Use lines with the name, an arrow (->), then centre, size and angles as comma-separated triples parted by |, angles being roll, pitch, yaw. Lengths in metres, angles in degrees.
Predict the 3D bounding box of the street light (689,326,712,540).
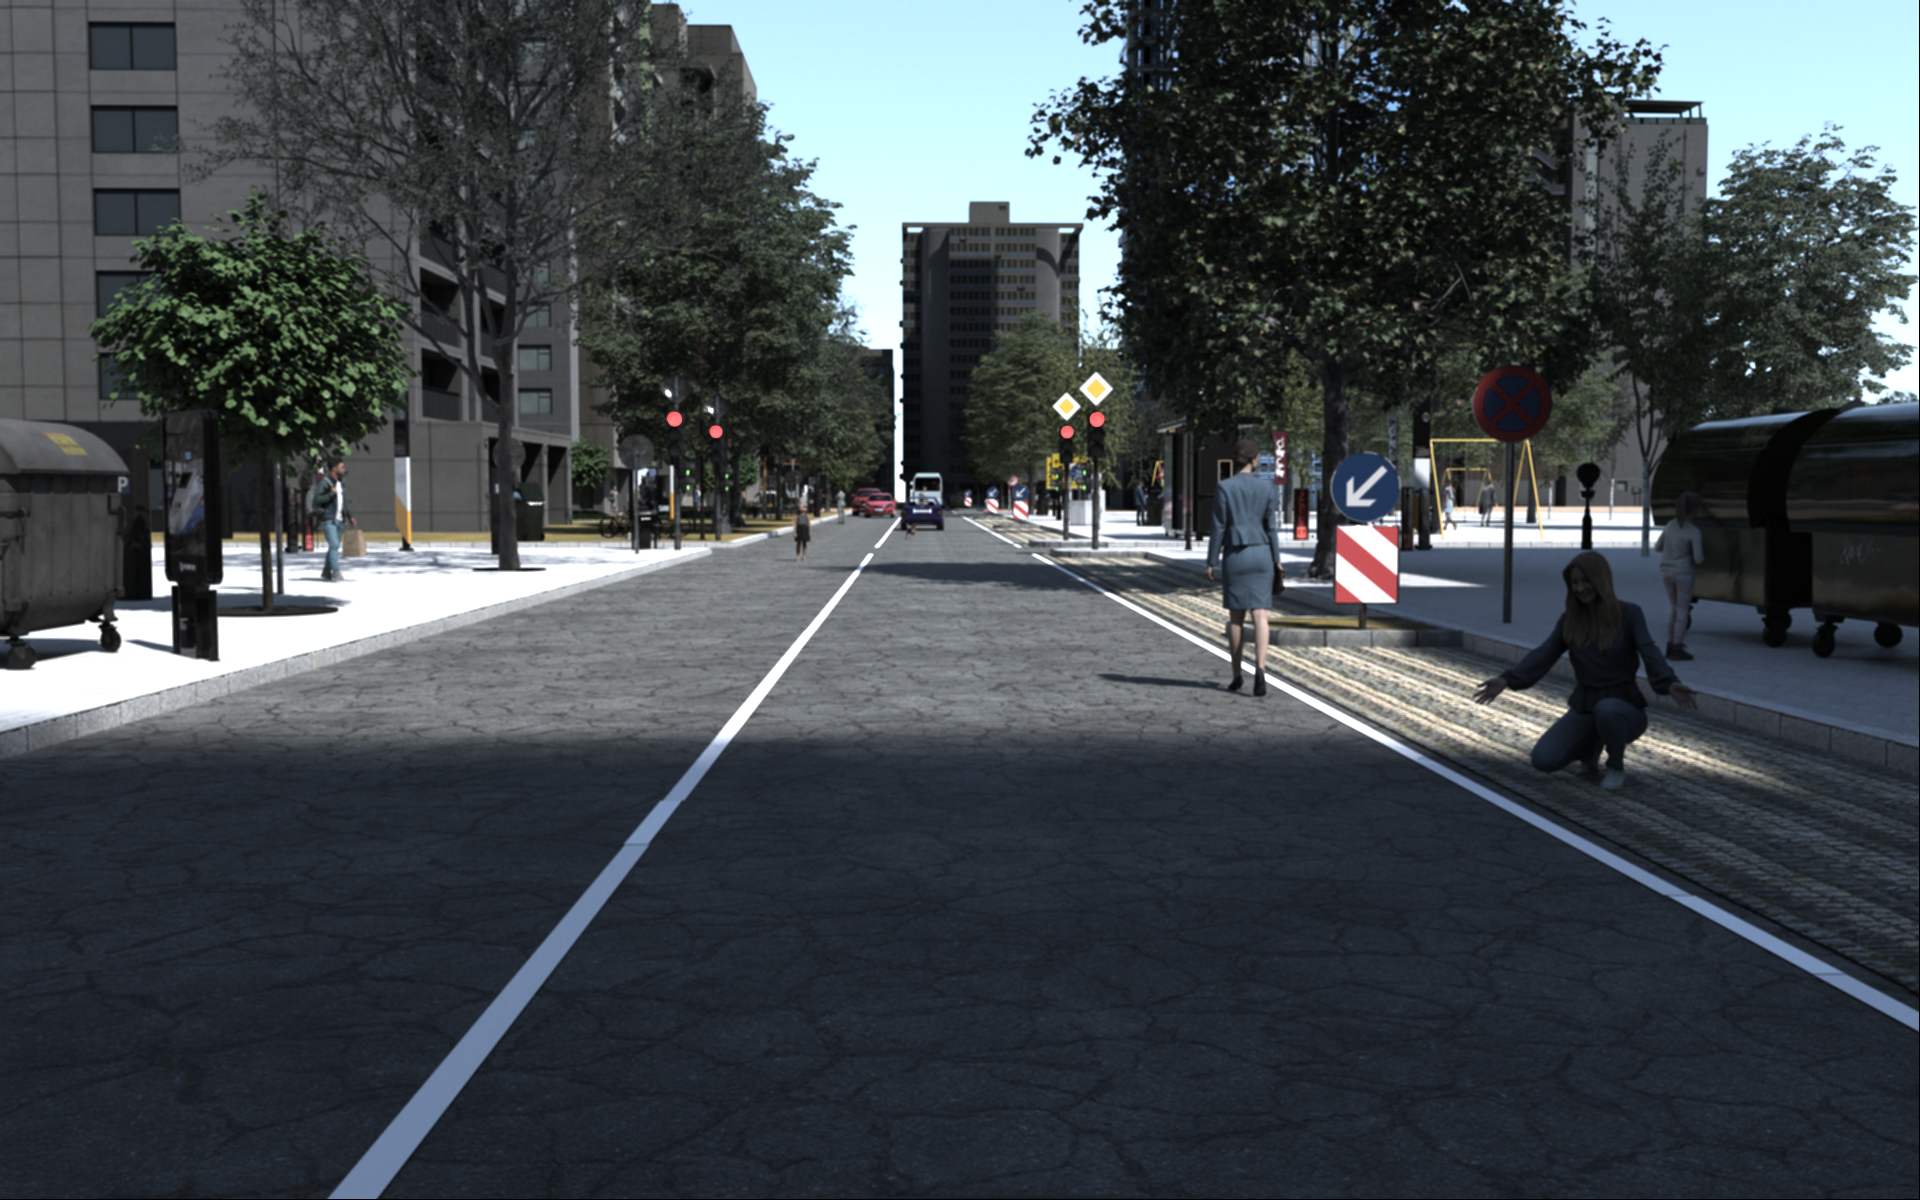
street light -> -7.158, -4.598, 47.969 | 0.468, 5.910, 1.993 | 0, 4, -1

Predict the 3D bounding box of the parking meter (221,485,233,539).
parking meter -> -21.011, -2.514, 49.518 | 0.372, 1.533, 0.369 | 0, 3, 0

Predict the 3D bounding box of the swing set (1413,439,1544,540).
swing set -> 14.952, -3.185, 49.687 | 3.119, 2.851, 2.862 | 0, 4, -3

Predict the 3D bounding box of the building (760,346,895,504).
building -> -23.345, -23.605, 230.975 | 28.899, 21.520, 27.650 | 0, 4, -1

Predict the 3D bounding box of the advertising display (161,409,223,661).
advertising display -> -6.016, -0.511, 13.571 | 0.123, 1.923, 0.974 | -3, 5, -42

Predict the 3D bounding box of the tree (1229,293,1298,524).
tree -> 13.734, -9.524, 73.843 | 7.486, 12.596, 7.792 | 0, 3, 0

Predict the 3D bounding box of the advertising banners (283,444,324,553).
advertising banners -> -14.507, -2.583, 38.420 | 0.090, 3.025, 2.074 | 0, 4, 4

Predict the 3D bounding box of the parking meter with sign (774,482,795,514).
parking meter with sign -> -11.355, -7.062, 111.722 | 0.543, 3.016, 1.738 | 3, 4, 38

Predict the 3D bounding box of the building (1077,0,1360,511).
building -> 24.274, -52.521, 171.389 | 22.319, 86.520, 31.000 | 0, 4, -1

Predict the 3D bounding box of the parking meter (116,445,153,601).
parking meter -> -10.011, -0.930, 20.923 | 0.399, 1.863, 0.255 | 1, 4, 21

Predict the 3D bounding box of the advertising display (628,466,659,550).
advertising display -> -7.321, -2.134, 40.107 | 0.123, 1.923, 0.974 | 2, 4, 26

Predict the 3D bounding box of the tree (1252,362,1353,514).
tree -> 22.338, -11.405, 112.228 | 9.928, 11.665, 9.643 | 0, 3, 0

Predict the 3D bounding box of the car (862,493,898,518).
car -> -4.837, -5.885, 105.261 | 2.155, 1.783, 4.494 | 0, 4, 0

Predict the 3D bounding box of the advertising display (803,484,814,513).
advertising display -> -9.969, -6.742, 115.446 | 0.974, 1.923, 0.123 | -1, 4, -21

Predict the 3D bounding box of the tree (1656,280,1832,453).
tree -> 51.148, -12.852, 111.945 | 13.155, 14.587, 18.604 | -1, 4, -17

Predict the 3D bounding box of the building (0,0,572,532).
building -> -26.427, -38.398, 66.053 | 20.563, 71.187, 20.611 | 0, 4, -1

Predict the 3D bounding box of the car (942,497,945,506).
car -> -2.468, -10.010, 173.250 | 1.945, 1.707, 3.694 | 0, 4, -2

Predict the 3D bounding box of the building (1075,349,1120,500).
building -> 30.773, -23.660, 231.877 | 28.899, 21.520, 27.650 | 0, 4, -1

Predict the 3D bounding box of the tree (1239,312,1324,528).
tree -> 11.870, -6.969, 64.312 | 4.737, 8.622, 4.395 | 0, 3, 0

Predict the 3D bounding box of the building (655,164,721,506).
building -> -28.536, -23.330, 153.151 | 14.160, 30.474, 14.107 | 0, 4, -1

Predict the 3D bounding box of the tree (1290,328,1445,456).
tree -> 19.918, -10.887, 88.375 | 12.009, 13.543, 11.850 | 0, 3, 0

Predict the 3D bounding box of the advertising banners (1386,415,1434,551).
advertising banners -> 10.103, -2.618, 38.996 | 0.090, 3.025, 2.074 | 3, 5, 44

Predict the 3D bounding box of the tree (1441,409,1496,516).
tree -> 31.160, -9.293, 102.299 | 4.360, 8.622, 3.978 | 0, 3, 0

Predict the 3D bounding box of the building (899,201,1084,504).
building -> 3.884, -33.068, 232.544 | 23.993, 40.220, 32.217 | 0, 4, -1

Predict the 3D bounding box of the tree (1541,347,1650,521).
tree -> 31.445, -8.171, 83.961 | 4.360, 8.622, 3.978 | 0, 3, 0

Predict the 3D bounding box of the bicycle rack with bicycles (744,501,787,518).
bicycle rack with bicycles -> -10.590, -4.892, 93.366 | 2.852, 0.926, 2.925 | 0, 4, 8

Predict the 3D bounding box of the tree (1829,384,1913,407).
tree -> 52.454, -7.816, 90.701 | 20.602, 7.101, 11.467 | 0, 4, 8

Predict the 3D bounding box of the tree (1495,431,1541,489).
tree -> 30.730, -8.584, 90.711 | 4.360, 8.622, 3.978 | 0, 3, 0

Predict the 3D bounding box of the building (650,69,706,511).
building -> -36.768, -27.019, 133.642 | 32.217, 40.220, 23.993 | 0, 4, -1

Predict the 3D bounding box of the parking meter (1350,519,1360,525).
parking meter -> 7.824, -1.748, 34.296 | 0.399, 1.863, 0.255 | -2, 4, -31

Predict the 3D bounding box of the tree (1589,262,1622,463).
tree -> 24.699, -9.630, 75.572 | 7.486, 12.596, 7.792 | 0, 3, 0

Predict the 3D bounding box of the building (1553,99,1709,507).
building -> 68.561, -30.519, 182.582 | 14.086, 41.232, 14.154 | 0, 4, -1

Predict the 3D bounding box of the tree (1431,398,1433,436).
tree -> 31.171, -9.861, 111.594 | 4.360, 8.622, 3.978 | 0, 3, 0

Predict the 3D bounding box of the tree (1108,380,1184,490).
tree -> 10.133, -8.398, 87.669 | 4.360, 8.622, 3.978 | 0, 3, 0

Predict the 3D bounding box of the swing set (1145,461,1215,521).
swing set -> 10.615, -5.201, 82.656 | 3.119, 2.851, 2.862 | 2, 4, 30

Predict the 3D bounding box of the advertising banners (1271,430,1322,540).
advertising banners -> 9.494, -3.169, 48.003 | 2.074, 3.025, 0.090 | -2, 4, -23

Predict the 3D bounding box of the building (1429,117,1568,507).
building -> 53.769, -32.534, 182.046 | 14.200, 45.320, 14.600 | 0, 4, -1

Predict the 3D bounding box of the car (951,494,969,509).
car -> -0.038, -9.563, 166.572 | 2.015, 1.641, 3.980 | 0, 4, -3

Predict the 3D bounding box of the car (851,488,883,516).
car -> -6.022, -6.470, 114.452 | 2.281, 1.827, 5.304 | 0, 4, -1

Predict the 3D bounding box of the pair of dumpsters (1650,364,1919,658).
pair of dumpsters -> 7.265, -0.703, 13.982 | 1.574, 2.255, 4.437 | 0, 4, -1

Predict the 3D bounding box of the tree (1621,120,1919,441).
tree -> 28.183, -9.404, 60.409 | 9.857, 13.997, 8.962 | 0, 3, 0

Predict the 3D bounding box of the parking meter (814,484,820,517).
parking meter -> -7.978, -5.560, 96.625 | 0.255, 1.863, 0.399 | -2, 4, -25

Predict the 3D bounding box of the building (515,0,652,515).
building -> -27.090, -25.913, 107.275 | 14.154, 41.232, 14.086 | 0, 4, -1

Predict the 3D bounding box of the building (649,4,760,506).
building -> -32.114, -33.841, 177.000 | 21.600, 48.544, 21.300 | 0, 4, -1

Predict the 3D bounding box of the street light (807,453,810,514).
street light -> -8.183, -7.371, 93.308 | 0.468, 5.910, 1.993 | 0, 4, -1

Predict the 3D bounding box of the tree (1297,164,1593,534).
tree -> 15.180, -8.403, 55.512 | 7.486, 12.596, 7.792 | 0, 3, 0

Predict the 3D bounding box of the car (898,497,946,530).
car -> -1.524, -3.485, 69.566 | 1.945, 1.354, 3.894 | 0, 4, -2

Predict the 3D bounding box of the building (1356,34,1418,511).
building -> 25.177, -50.627, 140.419 | 22.319, 86.520, 31.000 | 0, 4, -1

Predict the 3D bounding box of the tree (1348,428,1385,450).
tree -> 27.587, -10.395, 120.324 | 4.360, 8.622, 3.978 | 0, 3, 0

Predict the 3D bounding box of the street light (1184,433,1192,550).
street light -> 5.235, -4.082, 39.525 | 0.468, 5.910, 1.993 | 0, 4, -1

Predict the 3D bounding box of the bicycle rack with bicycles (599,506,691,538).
bicycle rack with bicycles -> -9.547, -2.365, 52.052 | 2.925, 0.926, 2.852 | -1, 4, -20

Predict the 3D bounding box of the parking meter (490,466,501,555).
parking meter -> -9.693, -1.887, 36.563 | 0.399, 1.863, 0.255 | -1, 4, -12
